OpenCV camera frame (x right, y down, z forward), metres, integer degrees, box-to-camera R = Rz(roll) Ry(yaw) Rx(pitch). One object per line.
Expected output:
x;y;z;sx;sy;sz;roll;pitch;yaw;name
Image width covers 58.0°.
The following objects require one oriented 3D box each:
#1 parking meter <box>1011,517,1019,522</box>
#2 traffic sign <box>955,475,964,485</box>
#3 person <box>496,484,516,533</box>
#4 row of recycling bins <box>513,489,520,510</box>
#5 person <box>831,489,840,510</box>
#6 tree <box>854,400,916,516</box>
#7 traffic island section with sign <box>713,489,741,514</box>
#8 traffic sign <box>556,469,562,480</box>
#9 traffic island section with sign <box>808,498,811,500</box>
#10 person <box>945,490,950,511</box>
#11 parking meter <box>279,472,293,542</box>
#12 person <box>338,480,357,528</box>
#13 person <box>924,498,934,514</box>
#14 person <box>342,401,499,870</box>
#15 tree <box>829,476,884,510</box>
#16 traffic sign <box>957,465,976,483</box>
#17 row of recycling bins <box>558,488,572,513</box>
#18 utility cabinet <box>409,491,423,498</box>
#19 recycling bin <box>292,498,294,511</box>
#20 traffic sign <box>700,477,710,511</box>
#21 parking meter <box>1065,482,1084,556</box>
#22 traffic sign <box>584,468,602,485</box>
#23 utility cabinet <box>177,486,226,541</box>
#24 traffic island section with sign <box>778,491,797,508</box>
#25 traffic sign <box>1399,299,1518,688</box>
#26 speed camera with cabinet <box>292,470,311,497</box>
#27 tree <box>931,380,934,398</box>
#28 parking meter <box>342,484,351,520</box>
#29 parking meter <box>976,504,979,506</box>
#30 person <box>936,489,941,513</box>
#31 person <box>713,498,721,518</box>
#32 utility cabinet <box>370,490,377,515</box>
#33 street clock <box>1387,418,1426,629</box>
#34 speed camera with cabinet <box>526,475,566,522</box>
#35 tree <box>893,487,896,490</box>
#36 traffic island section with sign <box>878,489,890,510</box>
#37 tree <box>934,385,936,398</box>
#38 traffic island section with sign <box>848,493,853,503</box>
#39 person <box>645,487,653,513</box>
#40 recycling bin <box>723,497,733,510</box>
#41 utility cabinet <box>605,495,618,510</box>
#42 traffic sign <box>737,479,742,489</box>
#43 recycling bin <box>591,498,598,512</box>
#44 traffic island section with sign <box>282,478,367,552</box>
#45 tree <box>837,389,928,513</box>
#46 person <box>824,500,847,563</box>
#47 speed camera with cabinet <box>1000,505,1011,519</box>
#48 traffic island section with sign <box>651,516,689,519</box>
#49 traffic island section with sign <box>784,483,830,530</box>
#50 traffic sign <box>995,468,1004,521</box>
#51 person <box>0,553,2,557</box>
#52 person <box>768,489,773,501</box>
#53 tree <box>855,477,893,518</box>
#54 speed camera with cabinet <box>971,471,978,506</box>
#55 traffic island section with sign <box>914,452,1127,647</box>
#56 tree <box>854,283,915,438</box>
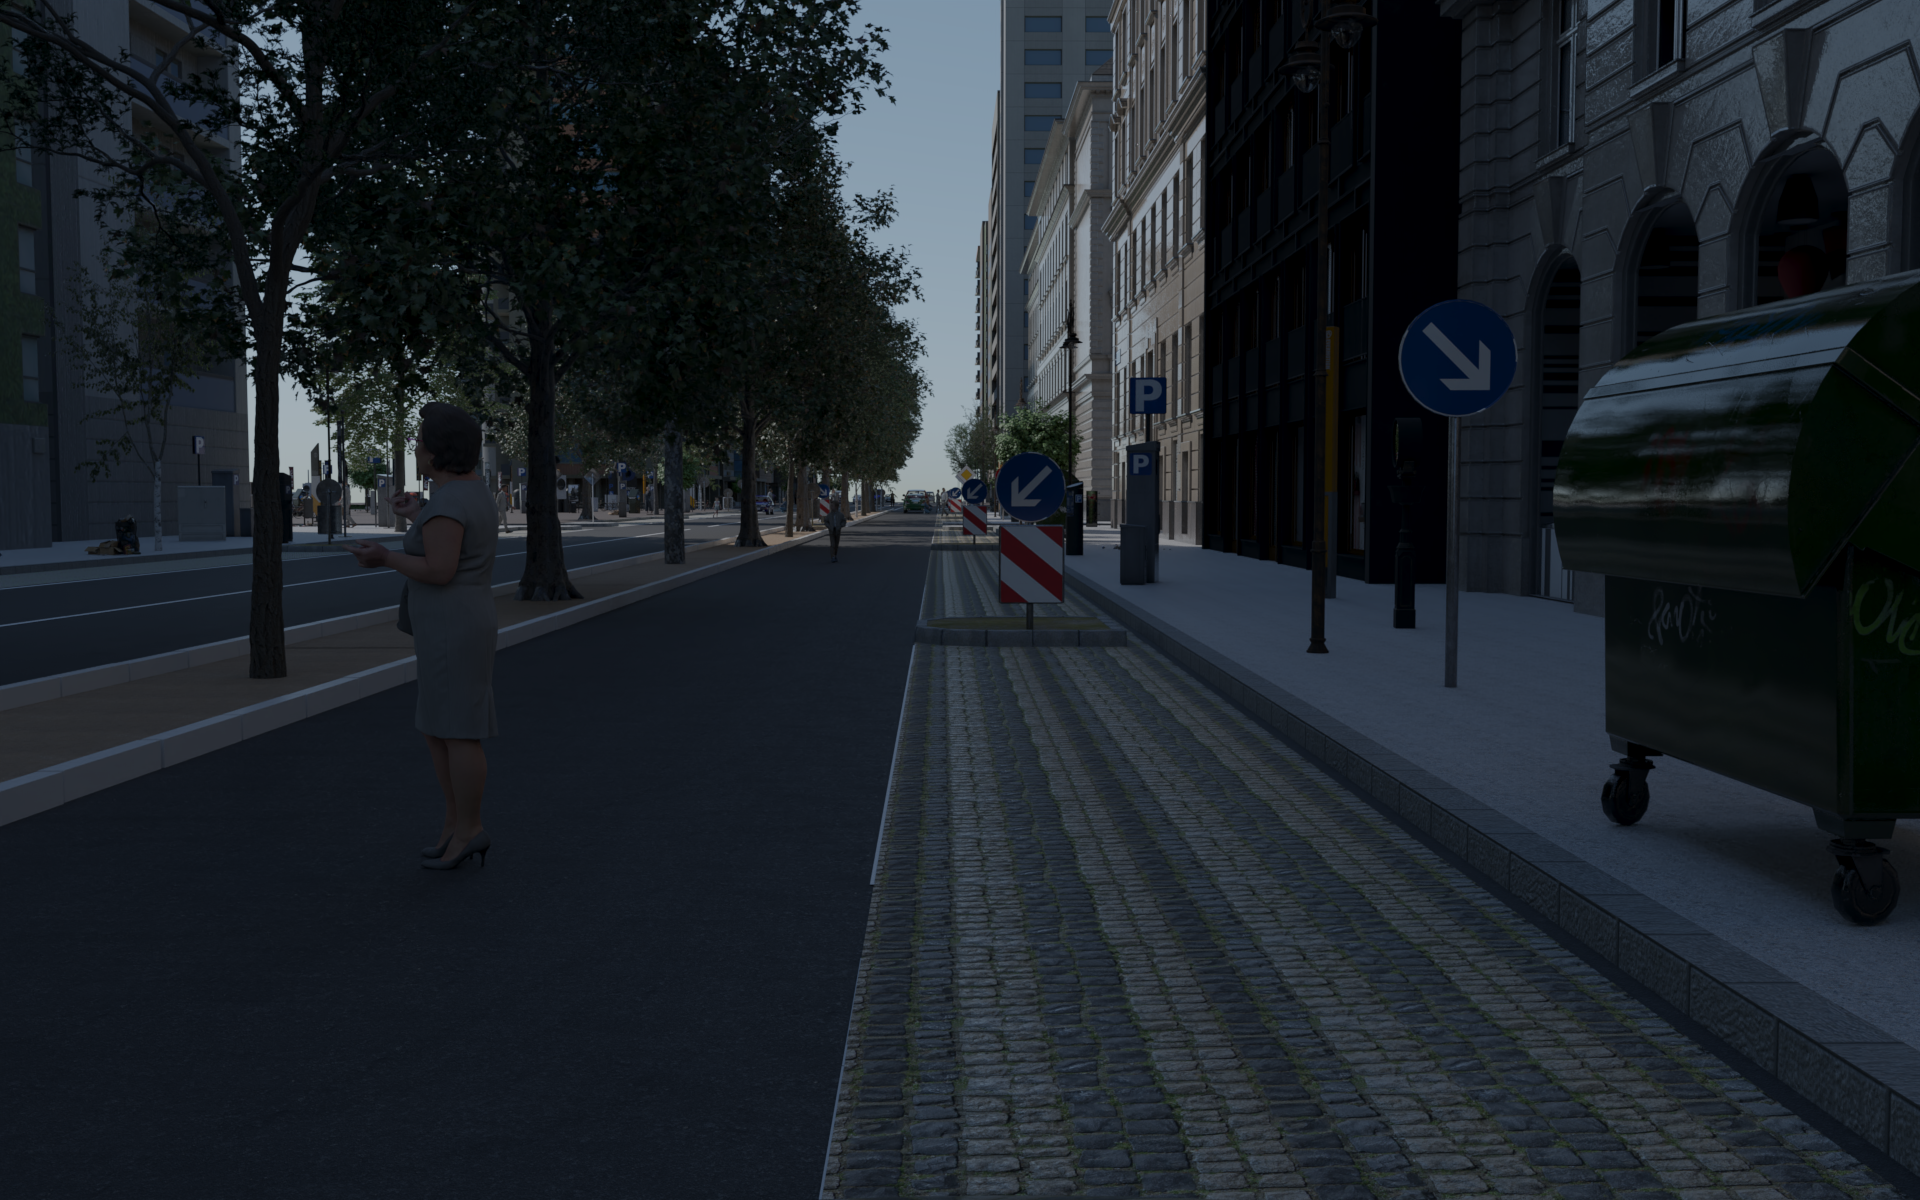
2.500;-4.491;79.141;0.399;1.863;0.255;-1;4;-10;parking meter
0.191;-4.576;77.004;0.795;2.593;0.064;0;4;-1;traffic sign
-16.550;-3.297;62.679;0.850;1.792;0.678;0;4;8;person
-35.455;-8.365;143.887;1.069;1.692;3.534;3;5;42;row of recycling bins
-8.731;-6.902;121.522;0.592;1.802;0.473;1;4;12;person
-6.349;-11.235;111.909;9.928;11.665;9.643;0;3;0;tree
-16.885;-7.193;126.231;1.989;1.847;2.006;0;4;-1;traffic island section with sign
-16.213;-4.078;68.857;0.795;2.593;0.064;0;4;-1;traffic sign
-17.741;-11.908;203.327;1.989;1.847;2.006;0;4;-1;traffic island section with sign
-1.193;-8.347;144.888;0.836;1.842;0.656;0;4;7;person
-18.196;-2.505;46.661;0.255;1.863;0.399;1;4;13;parking meter
-23.333;-3.647;65.788;0.853;1.813;0.709;-1;4;-14;person
-2.216;-6.764;124.587;0.738;1.151;1.012;2;4;32;person
-2.035;0.132;6.698;0.532;1.782;0.716;0;4;-3;person
-6.692;-10.200;119.588;4.737;8.622;4.395;0;3;0;tree
0.280;-4.087;69.020;0.795;2.593;0.064;0;4;-1;traffic sign
-28.199;-6.881;119.623;3.534;1.692;1.069;1;4;13;row of recycling bins
-46.161;-8.455;146.920;1.173;1.500;0.318;-1;4;-22;utility cabinet
-48.113;-6.848;124.515;0.722;1.027;0.722;0;4;6;recycling bin
-19.161;-7.938;129.886;0.768;2.556;0.104;0;4;6;traffic sign
2.401;-1.705;36.284;0.372;1.533;0.369;0;3;0;parking meter
-16.302;-4.566;76.842;0.795;2.593;0.064;0;4;-1;traffic sign
-20.566;-2.343;46.987;1.173;1.500;0.318;-1;4;-22;utility cabinet
-17.446;-10.260;176.373;1.989;1.847;2.006;0;4;-1;traffic island section with sign
3.262;-0.693;11.432;0.768;2.556;0.104;0;4;3;traffic sign
-53.451;-8.916;140.112;2.038;3.252;0.660;0;4;1;speed camera with cabinet
-5.951;-8.911;65.153;9.611;12.733;9.660;0;3;0;tree
-30.657;-4.942;86.511;0.399;1.863;0.255;3;4;38;parking meter
1.197;-7.375;128.988;0.372;1.533;0.369;0;3;0;parking meter
-1.610;-7.677;134.220;0.583;1.804;0.606;1;4;11;person
-14.779;-5.616;105.344;0.505;1.210;0.382;-3;4;-37;person
-36.224;-6.015;107.027;0.318;1.500;1.173;-1;4;-14;utility cabinet
4.255;-0.731;16.527;0.358;2.002;0.471;0;4;7;street clock
-18.951;-5.197;79.312;0.660;3.252;2.038;2;4;31;speed camera with cabinet
-6.976;-11.774;145.331;4.360;8.622;3.978;0;3;0;tree
-6.877;-8.788;151.813;2.006;1.907;1.989;0;4;-1;traffic island section with sign
-6.125;-10.551;91.976;9.611;12.733;9.660;0;3;0;tree
-18.671;-16.993;286.457;1.989;1.847;2.006;0;4;-1;traffic island section with sign
-20.755;-6.660;115.357;0.576;1.772;0.534;1;4;15;person
-19.220;-7.990;143.184;0.722;1.027;0.722;-2;4;-26;recycling bin
-27.967;-7.820;139.012;1.020;1.237;0.306;1;4;16;utility cabinet
-19.000;-9.216;150.780;0.768;2.556;0.104;0;4;1;traffic sign
-26.730;-6.910;125.531;0.722;1.027;0.722;3;4;36;recycling bin
-15.959;-2.126;43.392;1.989;1.847;2.006;0;4;-1;traffic island section with sign
-7.037;-13.994;137.911;9.857;13.997;8.962;0;3;0;tree
-2.617;-1.447;36.425;0.475;1.303;0.640;-1;4;-13;person
2.895;-5.837;89.770;0.660;3.252;2.038;-2;4;-35;speed camera with cabinet
-16.586;-5.543;99.250;1.989;1.847;2.006;0;4;-1;traffic island section with sign
-5.958;-3.739;69.272;2.006;1.907;1.989;0;4;-1;traffic island section with sign
2.091;-5.122;83.850;0.768;2.556;0.104;0;4;6;traffic sign
-18.903;-1.418;33.498;0.640;1.303;0.475;-3;5;-40;person
-14.918;-7.781;135.570;0.795;1.843;0.661;1;4;19;person
-6.246;-9.279;104.535;4.360;8.622;3.978;0;3;0;tree
1.482;-9.368;147.508;0.660;3.252;2.038;1;4;19;speed camera with cabinet
0.551;-0.517;17.075;1.989;1.847;2.006;0;4;-1;traffic island section with sign
-5.664;-7.319;56.531;8.767;10.594;7.601;0;4;-1;tree
